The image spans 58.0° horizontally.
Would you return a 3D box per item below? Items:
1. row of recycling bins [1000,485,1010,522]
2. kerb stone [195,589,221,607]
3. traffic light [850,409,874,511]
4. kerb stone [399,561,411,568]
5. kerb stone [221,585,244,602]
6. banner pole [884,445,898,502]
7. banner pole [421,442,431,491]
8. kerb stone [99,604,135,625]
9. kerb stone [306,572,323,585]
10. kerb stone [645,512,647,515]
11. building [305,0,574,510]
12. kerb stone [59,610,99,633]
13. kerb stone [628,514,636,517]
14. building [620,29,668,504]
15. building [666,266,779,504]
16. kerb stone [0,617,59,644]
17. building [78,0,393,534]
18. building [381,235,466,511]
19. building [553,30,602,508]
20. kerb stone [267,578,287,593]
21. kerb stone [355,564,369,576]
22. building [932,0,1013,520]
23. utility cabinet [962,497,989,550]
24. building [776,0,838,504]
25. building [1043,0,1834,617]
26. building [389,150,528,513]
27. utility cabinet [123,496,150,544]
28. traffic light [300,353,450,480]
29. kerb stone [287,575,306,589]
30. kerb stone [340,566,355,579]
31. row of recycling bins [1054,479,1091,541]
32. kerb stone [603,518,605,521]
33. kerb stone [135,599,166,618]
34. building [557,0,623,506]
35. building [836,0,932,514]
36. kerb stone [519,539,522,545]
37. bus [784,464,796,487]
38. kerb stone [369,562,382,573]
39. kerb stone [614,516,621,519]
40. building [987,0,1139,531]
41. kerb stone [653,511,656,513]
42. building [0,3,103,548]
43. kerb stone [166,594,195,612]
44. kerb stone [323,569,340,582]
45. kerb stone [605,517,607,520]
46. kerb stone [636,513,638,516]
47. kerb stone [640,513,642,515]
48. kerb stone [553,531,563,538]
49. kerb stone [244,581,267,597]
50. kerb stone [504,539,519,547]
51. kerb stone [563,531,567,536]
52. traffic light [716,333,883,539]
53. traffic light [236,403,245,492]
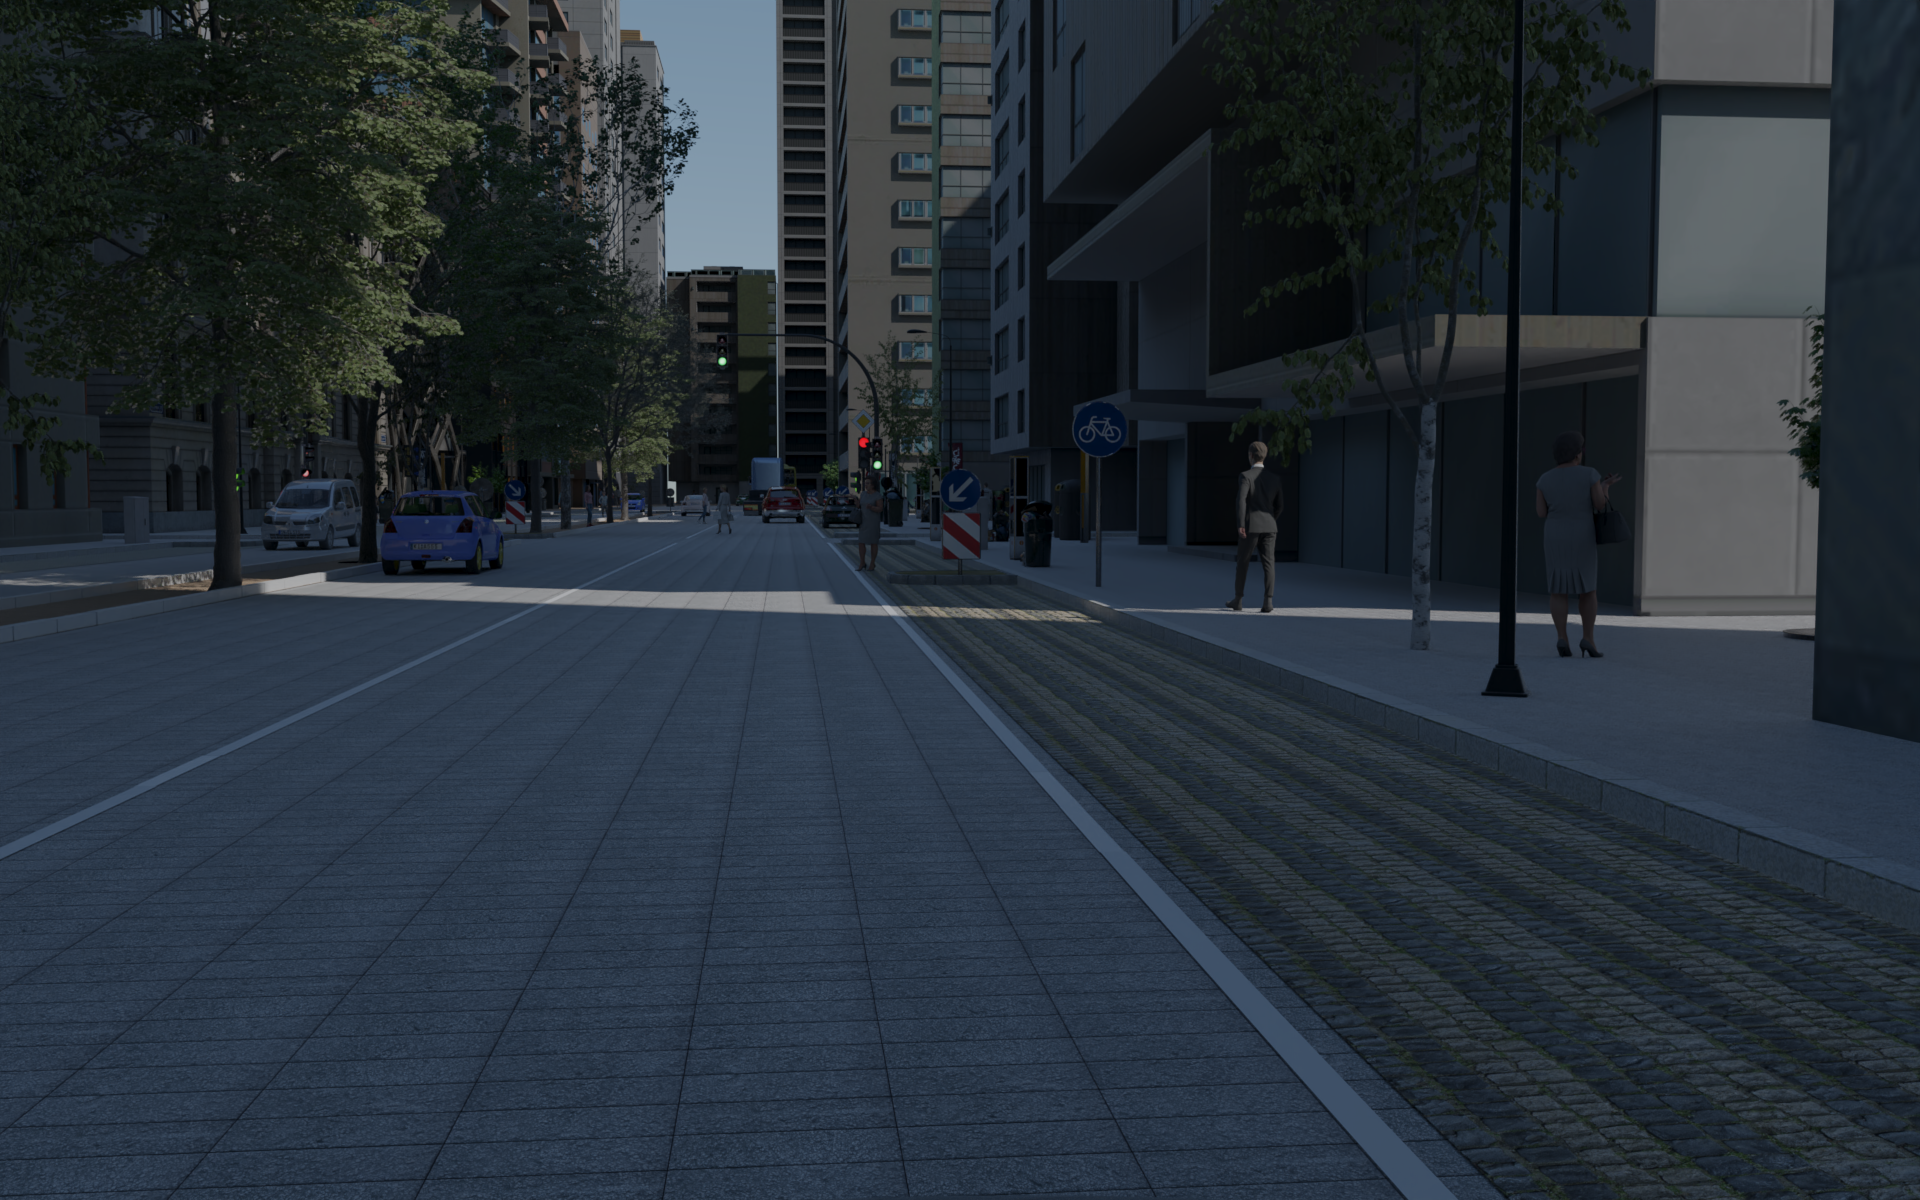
[{"bbox_3d":[3.358,-4.414,79.275,3.534,1.692,1.069,2,4,31],"label":"row of recycling bins"},{"bbox_3d":[-9.831,-0.010,22.419,0.120,0.150,1.000,0,4,-6],"label":"kerb stone"},{"bbox_3d":[-3.218,-4.192,57.463,0.839,4.253,0.868,0,4,-6],"label":"traffic light"},{"bbox_3d":[-11.075,-0.761,34.643,0.120,0.150,1.000,0,4,-6],"label":"kerb stone"},{"bbox_3d":[-9.939,-0.076,23.435,0.120,0.150,1.000,0,4,-6],"label":"kerb stone"},{"bbox_3d":[-3.563,-6.009,88.271,0.863,3.779,0.401,0,4,-3],"label":"banner pole"},{"bbox_3d":[-25.799,-5.729,83.686,0.401,3.779,0.863,3,5,42],"label":"banner pole"},{"bbox_3d":[-9.509,0.173,19.368,0.120,0.150,1.000,0,4,-6],"label":"kerb stone"},{"bbox_3d":[-10.357,-0.325,27.506,0.120,0.150,1.000,0,4,-6],"label":"kerb stone"},{"bbox_3d":[-21.731,-5.893,118.570,0.120,0.150,1.000,0,4,-6],"label":"kerb stone"},{"bbox_3d":[-44.212,-29.857,142.779,22.147,44.769,28.867,0,4,-6],"label":"building"},{"bbox_3d":[-9.413,0.241,18.348,0.120,0.150,1.000,0,4,-6],"label":"kerb stone"},{"bbox_3d":[-20.908,-5.396,110.417,0.120,0.150,1.000,0,4,-6],"label":"kerb stone"},{"bbox_3d":[-52.232,-41.630,222.657,28.212,58.520,21.231,0,4,-6],"label":"building"},{"bbox_3d":[-30.418,-27.576,222.568,14.107,30.474,14.160,0,4,-6],"label":"building"},{"bbox_3d":[-9.308,0.298,17.327,0.120,0.150,1.000,0,4,-6],"label":"kerb stone"},{"bbox_3d":[-33.078,-15.463,71.912,14.460,24.649,34.723,0,4,-6],"label":"building"},{"bbox_3d":[-36.955,-14.085,97.734,16.820,18.784,16.811,0,4,-6],"label":"building"},{"bbox_3d":[-42.084,-31.480,164.812,14.600,45.320,14.200,0,4,-6],"label":"building"},{"bbox_3d":[-10.140,-0.201,25.474,0.120,0.150,1.000,0,4,-6],"label":"kerb stone"},{"bbox_3d":[-10.655,-0.512,30.573,0.120,0.150,1.000,0,4,-6],"label":"kerb stone"},{"bbox_3d":[5.325,-25.067,93.435,14.154,41.232,14.086,0,4,-6],"label":"building"},{"bbox_3d":[0.314,-1.772,40.127,0.306,1.237,1.020,-1,4,-23],"label":"utility cabinet"},{"bbox_3d":[-13.377,-48.139,225.330,20.611,71.187,20.563,0,4,-6],"label":"building"},{"bbox_3d":[16.746,-27.035,31.267,28.713,52.752,27.495,0,4,-6],"label":"building"},{"bbox_3d":[-37.413,-17.728,119.536,12.332,23.373,15.834,0,4,-6],"label":"building"},{"bbox_3d":[-21.483,-2.082,45.207,0.306,1.237,1.020,0,4,-6],"label":"utility cabinet"},{"bbox_3d":[-18.914,-4.968,55.890,4.771,5.953,1.251,0,4,-6],"label":"traffic light"},{"bbox_3d":[-10.244,-0.259,26.491,0.120,0.150,1.000,0,4,-6],"label":"kerb stone"},{"bbox_3d":[-10.553,-0.450,29.547,0.120,0.150,1.000,0,4,-6],"label":"kerb stone"},{"bbox_3d":[3.245,-2.590,49.464,1.069,1.692,3.534,0,4,0],"label":"row of recycling bins"},{"bbox_3d":[-18.928,-4.213,91.070,0.120,0.150,1.000,0,4,-6],"label":"kerb stone"},{"bbox_3d":[-9.619,0.111,20.384,0.120,0.150,1.000,0,4,-6],"label":"kerb stone"},{"bbox_3d":[-48.817,-46.150,192.808,20.611,71.187,20.563,0,4,-6],"label":"building"},{"bbox_3d":[2.343,-30.481,122.072,21.300,48.544,21.600,0,4,-6],"label":"building"},{"bbox_3d":[-12.526,-1.633,48.942,0.120,0.150,1.000,0,4,-6],"label":"kerb stone"},{"bbox_3d":[-14.687,-9.064,139.746,2.896,3.916,12.252,0,4,-7],"label":"bus"},{"bbox_3d":[-10.761,-0.575,31.590,0.120,0.150,1.000,0,4,-6],"label":"kerb stone"},{"bbox_3d":[-19.868,-4.773,100.233,0.120,0.150,1.000,0,4,-6],"label":"kerb stone"},{"bbox_3d":[8.757,-17.818,63.023,14.107,30.474,14.160,0,4,-6],"label":"building"},{"bbox_3d":[-22.874,-6.582,129.804,0.120,0.150,1.000,0,4,-6],"label":"kerb stone"},{"bbox_3d":[-36.323,-11.393,31.323,28.899,21.520,27.650,0,4,-6],"label":"building"},{"bbox_3d":[-9.723,0.051,21.400,0.120,0.150,1.000,0,4,-6],"label":"kerb stone"},{"bbox_3d":[-10.447,-0.385,28.529,0.120,0.150,1.000,0,4,-6],"label":"kerb stone"},{"bbox_3d":[-19.034,-4.273,92.087,0.120,0.150,1.000,0,4,-6],"label":"kerb stone"},{"bbox_3d":[-21.010,-5.458,111.438,0.120,0.150,1.000,0,4,-6],"label":"kerb stone"},{"bbox_3d":[-21.319,-5.645,114.493,0.120,0.150,1.000,0,4,-6],"label":"kerb stone"},{"bbox_3d":[-13.411,-2.164,57.591,0.120,0.150,1.000,0,4,-6],"label":"kerb stone"},{"bbox_3d":[-10.040,-0.138,24.457,0.120,0.150,1.000,0,4,-6],"label":"kerb stone"},{"bbox_3d":[-12.417,-1.570,47.913,0.120,0.150,1.000,0,4,-6],"label":"kerb stone"},{"bbox_3d":[-13.518,-2.225,58.611,0.120,0.150,1.000,0,4,-6],"label":"kerb stone"},{"bbox_3d":[-4.481,-4.557,49.167,4.771,5.953,1.251,0,4,-6],"label":"traffic light"},{"bbox_3d":[-20.177,-3.595,47.700,0.839,4.253,0.868,0,4,-6],"label":"traffic light"}]
